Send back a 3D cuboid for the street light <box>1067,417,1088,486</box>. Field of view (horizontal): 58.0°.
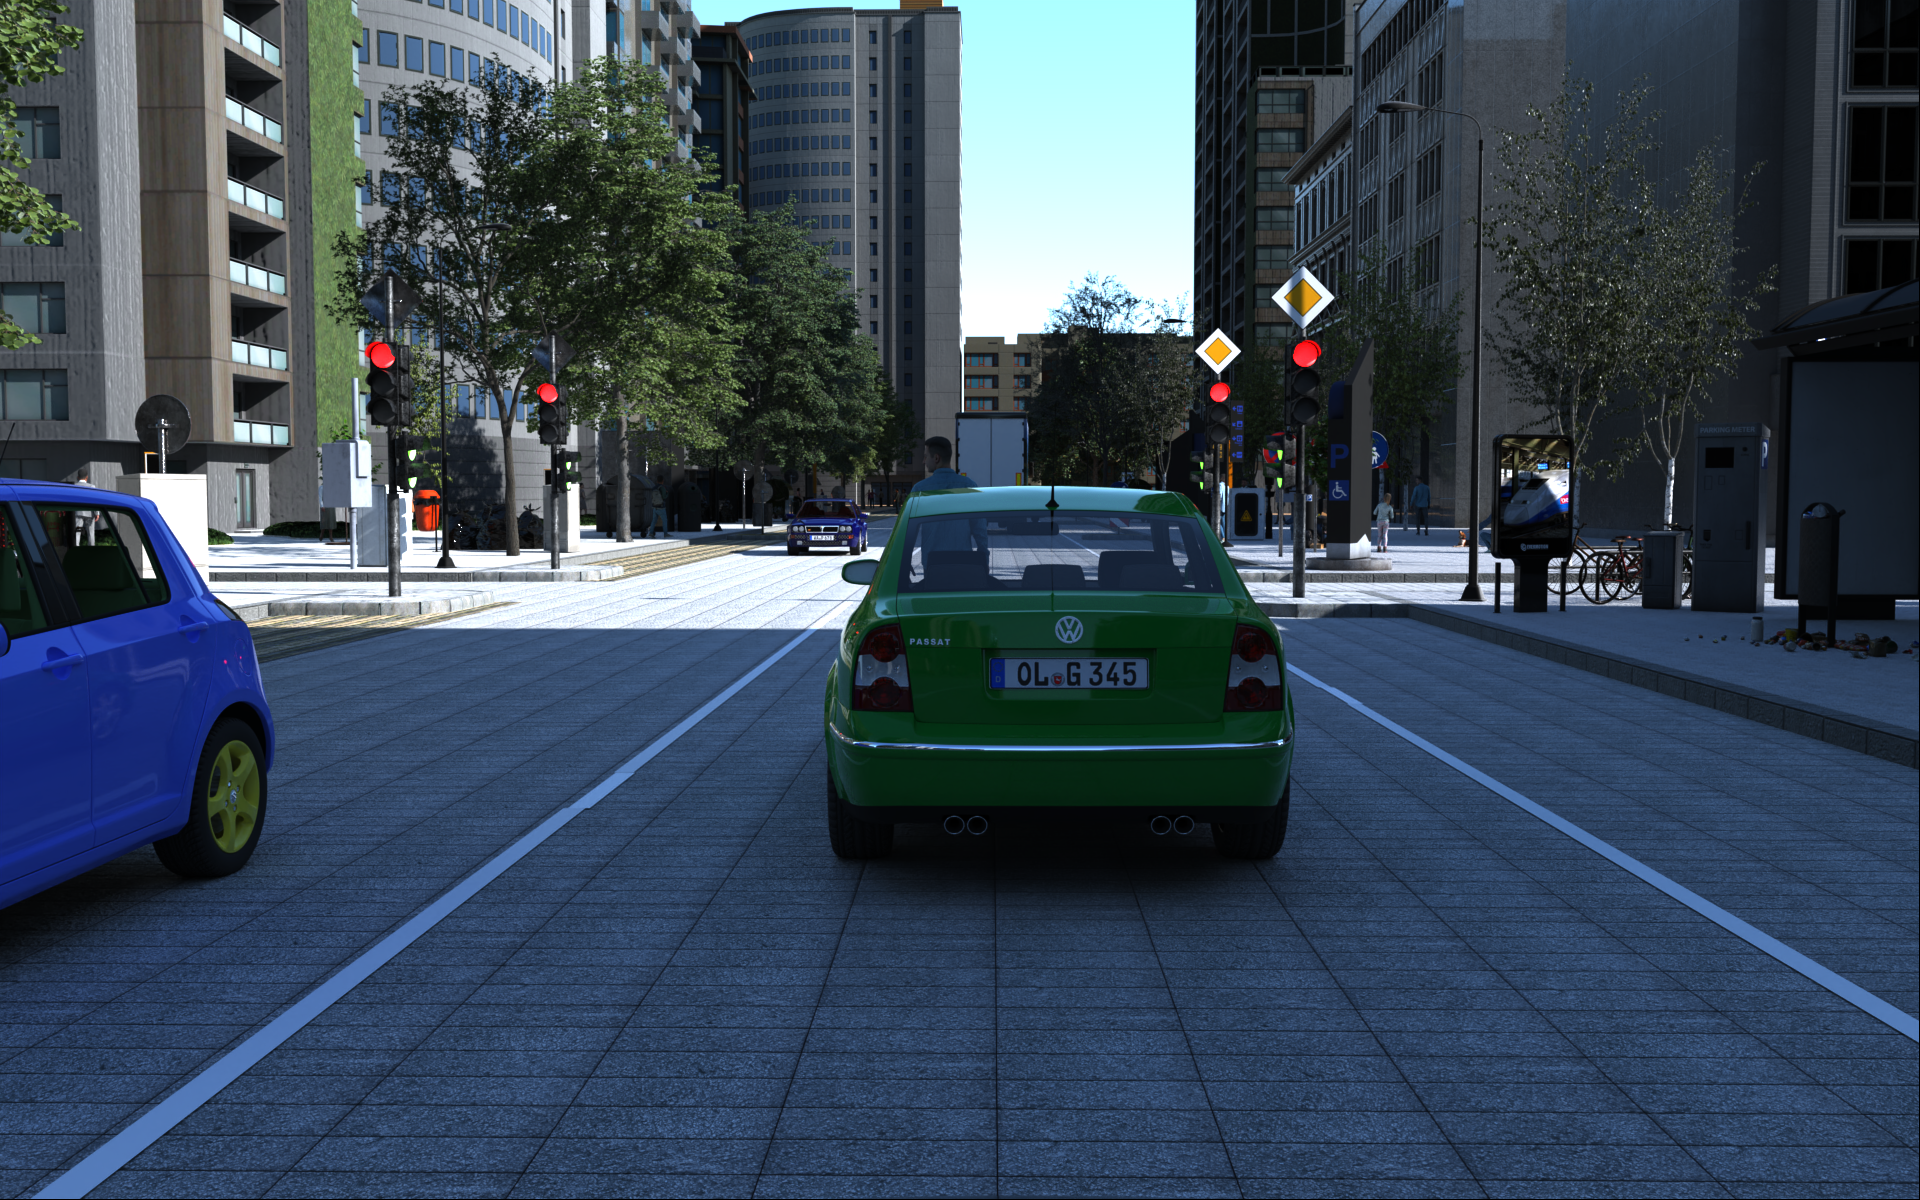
[{"bbox_3d":[7.160,-8.071,104.500,1.470,5.913,1.316,0,4,1],"label":"street light"}]

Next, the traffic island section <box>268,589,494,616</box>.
[{"bbox_3d":[-7.109,0.033,21.736,2.009,0.180,2.903,0,4,1],"label":"traffic island section"}]

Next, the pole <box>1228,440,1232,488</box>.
[{"bbox_3d":[10.210,-4.388,65.592,0.158,3.312,0.155,0,3,0],"label":"pole"}]

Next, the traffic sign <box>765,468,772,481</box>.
[{"bbox_3d":[-9.919,-5.416,88.281,0.795,2.593,0.064,1,4,10],"label":"traffic sign"}]

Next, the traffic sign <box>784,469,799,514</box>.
[{"bbox_3d":[-8.533,-5.349,87.563,0.768,2.556,0.104,1,4,9],"label":"traffic sign"}]

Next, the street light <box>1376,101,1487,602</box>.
[{"bbox_3d":[5.625,-2.943,20.659,1.470,5.913,1.316,0,4,1],"label":"street light"}]

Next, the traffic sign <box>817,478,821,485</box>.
[{"bbox_3d":[-8.806,-6.404,104.714,0.884,2.594,0.081,0,4,5],"label":"traffic sign"}]

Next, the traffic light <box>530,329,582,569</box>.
[{"bbox_3d":[-6.921,-2.487,29.585,0.839,4.253,0.868,0,4,1],"label":"traffic light"}]

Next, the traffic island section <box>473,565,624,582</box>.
[{"bbox_3d":[-6.961,-0.455,29.720,2.009,0.180,2.903,0,4,1],"label":"traffic island section"}]

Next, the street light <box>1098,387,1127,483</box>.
[{"bbox_3d":[6.676,-6.281,75.239,1.470,5.913,1.316,0,4,1],"label":"street light"}]

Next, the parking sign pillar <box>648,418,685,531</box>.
[{"bbox_3d":[-10.258,-4.433,60.957,1.447,3.967,1.447,2,4,29],"label":"parking sign pillar"}]

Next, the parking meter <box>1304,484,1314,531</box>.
[{"bbox_3d":[8.663,-2.122,43.110,0.372,1.533,0.369,0,3,0],"label":"parking meter"}]

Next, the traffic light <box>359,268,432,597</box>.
[{"bbox_3d":[-7.069,-1.999,21.601,0.839,4.253,0.868,0,4,1],"label":"traffic light"}]

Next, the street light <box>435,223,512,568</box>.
[{"bbox_3d":[-8.377,-3.505,29.845,1.470,5.913,1.316,0,4,1],"label":"street light"}]

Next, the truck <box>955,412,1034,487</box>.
[{"bbox_3d":[1.319,-4.647,64.890,2.839,4.237,11.283,0,4,3],"label":"truck"}]

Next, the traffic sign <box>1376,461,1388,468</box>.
[{"bbox_3d":[8.396,-2.190,35.812,0.884,2.594,0.081,1,4,8],"label":"traffic sign"}]

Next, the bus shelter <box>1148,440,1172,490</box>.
[{"bbox_3d":[9.576,-5.300,77.944,1.731,3.624,6.357,0,4,1],"label":"bus shelter"}]

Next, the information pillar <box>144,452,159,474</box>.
[{"bbox_3d":[-14.156,-1.590,30.490,0.304,2.012,0.304,-1,4,-22],"label":"information pillar"}]

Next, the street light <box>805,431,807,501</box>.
[{"bbox_3d":[-7.369,-7.125,89.036,1.470,5.913,1.316,0,4,1],"label":"street light"}]

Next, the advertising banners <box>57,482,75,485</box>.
[{"bbox_3d":[-10.059,-1.325,17.851,2.074,3.025,0.090,0,4,4],"label":"advertising banners"}]

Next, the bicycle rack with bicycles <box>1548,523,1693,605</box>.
[{"bbox_3d":[8.359,-0.486,21.324,2.925,0.926,2.852,-1,4,-11],"label":"bicycle rack with bicycles"}]

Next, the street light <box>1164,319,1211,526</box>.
[{"bbox_3d":[6.088,-4.492,45.979,1.470,5.913,1.316,0,4,1],"label":"street light"}]

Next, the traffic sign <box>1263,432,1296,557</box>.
[{"bbox_3d":[6.572,-2.160,35.425,0.768,2.556,0.104,0,4,7],"label":"traffic sign"}]

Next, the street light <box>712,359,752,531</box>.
[{"bbox_3d":[-7.849,-5.335,59.775,1.470,5.913,1.316,0,4,1],"label":"street light"}]

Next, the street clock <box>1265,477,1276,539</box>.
[{"bbox_3d":[8.854,-2.754,49.591,0.358,2.002,0.471,1,4,17],"label":"street clock"}]

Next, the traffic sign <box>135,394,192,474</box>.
[{"bbox_3d":[-10.183,-1.347,22.135,0.768,2.556,0.104,0,4,7],"label":"traffic sign"}]

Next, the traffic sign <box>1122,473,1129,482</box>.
[{"bbox_3d":[7.923,-4.864,81.663,0.606,2.300,0.079,0,4,4],"label":"traffic sign"}]

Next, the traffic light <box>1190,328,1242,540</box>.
[{"bbox_3d":[4.338,-2.475,29.393,0.839,4.253,0.868,0,4,1],"label":"traffic light"}]

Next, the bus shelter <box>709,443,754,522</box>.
[{"bbox_3d":[-10.743,-5.632,83.359,1.731,3.624,6.357,0,4,1],"label":"bus shelter"}]

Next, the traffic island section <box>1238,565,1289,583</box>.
[{"bbox_3d":[4.378,-0.442,29.506,2.009,0.180,2.903,0,4,1],"label":"traffic island section"}]

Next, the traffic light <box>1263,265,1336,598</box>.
[{"bbox_3d":[4.191,-1.987,21.409,0.839,4.253,0.868,0,4,1],"label":"traffic light"}]

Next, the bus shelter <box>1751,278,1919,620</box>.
[{"bbox_3d":[9.088,-1.296,15.110,2.014,3.302,5.546,0,4,1],"label":"bus shelter"}]

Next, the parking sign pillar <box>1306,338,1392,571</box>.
[{"bbox_3d":[6.650,-2.510,29.518,1.447,3.967,1.447,2,4,28],"label":"parking sign pillar"}]

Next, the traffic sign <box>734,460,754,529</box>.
[{"bbox_3d":[-8.035,-3.932,64.395,0.768,2.556,0.104,0,4,5],"label":"traffic sign"}]

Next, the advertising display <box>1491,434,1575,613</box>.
[{"bbox_3d":[6.198,-0.829,18.762,0.974,1.923,0.123,-1,4,-19],"label":"advertising display"}]

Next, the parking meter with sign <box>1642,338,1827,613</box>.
[{"bbox_3d":[8.411,-1.385,18.910,1.738,3.016,0.543,3,4,37],"label":"parking meter with sign"}]

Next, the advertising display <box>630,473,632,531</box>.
[{"bbox_3d":[-10.286,-2.953,53.492,0.123,1.923,0.974,-1,4,-23],"label":"advertising display"}]

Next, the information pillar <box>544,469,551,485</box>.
[{"bbox_3d":[-12.004,-2.831,50.773,0.304,2.012,0.304,0,4,0],"label":"information pillar"}]

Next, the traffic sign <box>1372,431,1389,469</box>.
[{"bbox_3d":[8.215,-2.125,34.854,0.768,2.556,0.104,0,4,3],"label":"traffic sign"}]

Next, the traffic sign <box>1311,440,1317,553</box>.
[{"bbox_3d":[7.796,-2.321,37.957,0.884,2.594,0.081,1,4,9],"label":"traffic sign"}]

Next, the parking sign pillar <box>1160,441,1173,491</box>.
[{"bbox_3d":[8.803,-5.014,70.456,1.447,3.967,1.447,1,4,15],"label":"parking sign pillar"}]

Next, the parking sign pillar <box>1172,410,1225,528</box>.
[{"bbox_3d":[7.961,-4.113,55.719,1.447,3.967,1.447,-3,4,-38],"label":"parking sign pillar"}]

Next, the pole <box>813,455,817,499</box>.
[{"bbox_3d":[-7.362,-5.754,87.929,0.158,3.312,0.155,0,3,0],"label":"pole"}]

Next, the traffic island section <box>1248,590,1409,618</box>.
[{"bbox_3d":[4.231,0.046,21.523,2.009,0.180,2.903,0,4,1],"label":"traffic island section"}]

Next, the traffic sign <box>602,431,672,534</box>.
[{"bbox_3d":[-10.361,-3.770,55.515,2.265,3.308,0.079,0,4,5],"label":"traffic sign"}]
